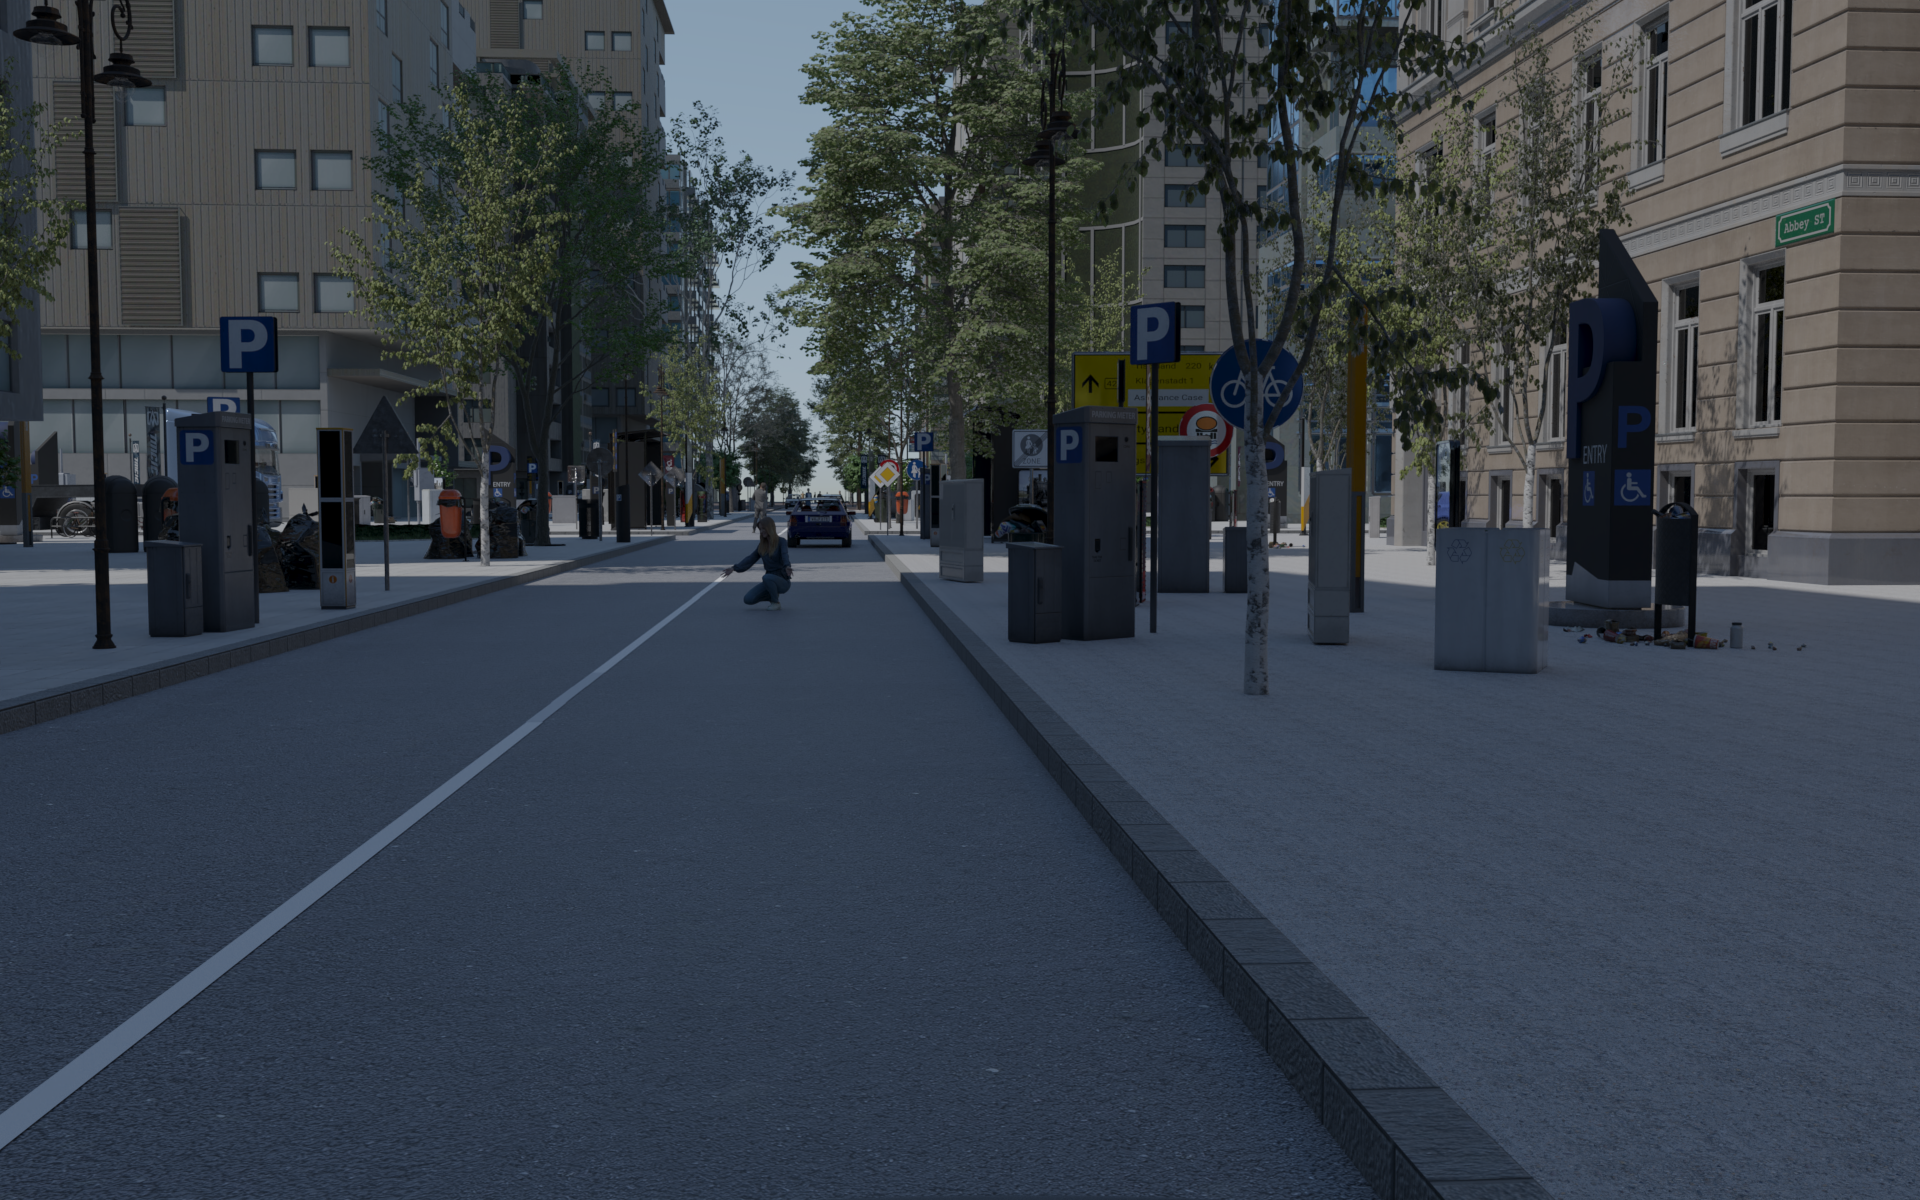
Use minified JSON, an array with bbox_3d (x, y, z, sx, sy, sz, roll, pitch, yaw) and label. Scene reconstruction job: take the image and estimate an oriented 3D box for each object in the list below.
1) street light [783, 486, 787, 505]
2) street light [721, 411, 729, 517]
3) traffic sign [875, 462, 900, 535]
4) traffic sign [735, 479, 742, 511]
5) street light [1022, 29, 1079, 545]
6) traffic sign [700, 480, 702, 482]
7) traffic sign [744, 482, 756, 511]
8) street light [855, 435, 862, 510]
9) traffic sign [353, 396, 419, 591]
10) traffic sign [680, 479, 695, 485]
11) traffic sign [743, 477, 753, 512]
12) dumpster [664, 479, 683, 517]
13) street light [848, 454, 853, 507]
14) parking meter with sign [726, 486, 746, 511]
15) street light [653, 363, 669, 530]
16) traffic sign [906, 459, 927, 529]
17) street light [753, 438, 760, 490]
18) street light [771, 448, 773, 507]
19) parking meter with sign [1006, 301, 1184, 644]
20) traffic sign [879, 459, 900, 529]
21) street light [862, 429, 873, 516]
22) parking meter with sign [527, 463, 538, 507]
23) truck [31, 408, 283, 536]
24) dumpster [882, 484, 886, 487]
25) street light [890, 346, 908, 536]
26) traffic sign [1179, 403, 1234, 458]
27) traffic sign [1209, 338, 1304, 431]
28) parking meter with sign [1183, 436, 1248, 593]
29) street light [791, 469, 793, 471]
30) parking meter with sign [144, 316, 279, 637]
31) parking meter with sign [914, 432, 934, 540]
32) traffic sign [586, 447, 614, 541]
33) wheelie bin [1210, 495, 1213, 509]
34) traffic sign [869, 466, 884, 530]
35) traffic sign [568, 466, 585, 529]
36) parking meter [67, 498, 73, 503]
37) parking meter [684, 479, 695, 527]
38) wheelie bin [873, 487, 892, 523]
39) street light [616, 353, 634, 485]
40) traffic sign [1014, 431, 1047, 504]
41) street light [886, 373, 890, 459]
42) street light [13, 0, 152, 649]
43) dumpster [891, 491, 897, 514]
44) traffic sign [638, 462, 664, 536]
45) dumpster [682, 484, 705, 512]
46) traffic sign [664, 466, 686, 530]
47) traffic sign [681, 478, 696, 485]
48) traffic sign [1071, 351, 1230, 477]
[{"bbox_3d":[-22.200,-15.178,220.947,0.468,5.910,1.993,0,4,-4],"label":"street light"},{"bbox_3d":[-13.074,-7.562,96.429,0.468,5.910,1.993,0,4,-4],"label":"street light"},{"bbox_3d":[-2.246,-3.059,53.661,0.795,2.450,0.064,0,4,-4],"label":"traffic sign"},{"bbox_3d":[-16.916,-8.023,131.287,0.768,2.556,0.104,0,4,-2],"label":"traffic sign"},{"bbox_3d":[0.946,-2.757,17.862,0.468,5.910,1.993,0,4,-4],"label":"street light"},{"bbox_3d":[-16.813,-6.991,114.407,0.768,2.556,0.104,0,4,2],"label":"traffic sign"},{"bbox_3d":[-15.709,-7.932,129.696,0.884,2.594,0.081,0,4,2],"label":"traffic sign"},{"bbox_3d":[-7.830,-9.946,135.398,0.468,5.910,1.993,0,4,-4],"label":"street light"},{"bbox_3d":[-7.608,-1.402,22.934,0.884,2.594,0.081,0,4,-1],"label":"traffic sign"},{"bbox_3d":[-15.206,-5.900,96.463,0.884,2.594,0.081,0,4,-1],"label":"traffic sign"},{"bbox_3d":[-15.521,-7.746,126.745,0.768,2.556,0.104,0,4,5],"label":"traffic sign"},{"bbox_3d":[-16.525,-5.876,98.565,1.502,2.255,1.985,0,4,-4],"label":"dumpster"},{"bbox_3d":[-10.919,-12.452,176.384,0.468,5.910,1.993,0,4,-4],"label":"street light"},{"bbox_3d":[-17.344,-8.396,133.538,1.738,3.016,0.543,-3,5,-41],"label":"parking meter with sign"},{"bbox_3d":[-10.537,-5.411,61.251,0.468,5.910,1.993,0,4,-4],"label":"street light"},{"bbox_3d":[-1.586,-3.895,63.793,0.768,2.556,0.104,0,4,1],"label":"traffic sign"},{"bbox_3d":[-16.149,-10.080,137.603,0.468,5.910,1.993,0,4,-4],"label":"street light"},{"bbox_3d":[-18.781,-12.238,172.874,0.468,5.910,1.993,0,4,-4],"label":"street light"},{"bbox_3d":[1.176,-1.169,15.377,1.738,3.016,0.543,-3,5,-42],"label":"parking meter with sign"},{"bbox_3d":[-2.579,-3.853,63.104,0.768,2.556,0.104,0,4,-1],"label":"traffic sign"},{"bbox_3d":[-5.249,-7.794,100.224,0.468,5.910,1.993,0,4,-4],"label":"street light"},{"bbox_3d":[-23.813,-6.183,97.351,0.543,3.016,1.738,-2,4,-29],"label":"parking meter with sign"},{"bbox_3d":[-30.633,-3.967,54.620,18.799,4.110,2.967,0,4,-6],"label":"truck"},{"bbox_3d":[-3.686,-5.644,94.769,1.502,2.255,1.985,0,4,-4],"label":"dumpster"},{"bbox_3d":[-1.793,-4.907,53.025,0.468,5.910,1.993,0,4,-4],"label":"street light"},{"bbox_3d":[3.440,-1.478,24.276,0.768,2.556,0.104,0,4,1],"label":"traffic sign"},{"bbox_3d":[2.432,-0.867,14.287,0.768,2.556,0.104,0,4,2],"label":"traffic sign"},{"bbox_3d":[2.916,-1.605,22.505,1.738,3.016,0.543,0,4,3],"label":"parking meter with sign"},{"bbox_3d":[-24.893,-17.356,256.553,0.468,5.910,1.993,0,4,-4],"label":"street light"},{"bbox_3d":[-7.026,-1.223,16.260,0.543,3.016,1.738,0,4,3],"label":"parking meter with sign"},{"bbox_3d":[-0.852,-3.260,49.566,0.543,3.016,1.738,1,4,11],"label":"parking meter with sign"},{"bbox_3d":[-9.802,-2.879,47.184,0.768,2.556,0.104,0,4,2],"label":"traffic sign"},{"bbox_3d":[7.127,-2.688,51.864,0.693,1.594,0.980,-3,5,-42],"label":"wheelie bin"},{"bbox_3d":[-2.832,-3.546,61.625,0.795,2.450,0.064,0,4,-4],"label":"traffic sign"},{"bbox_3d":[-13.886,-3.704,62.697,0.606,2.300,0.079,0,4,-4],"label":"traffic sign"},{"bbox_3d":[-31.465,-3.217,61.014,0.372,1.533,0.369,0,3,0],"label":"parking meter"},{"bbox_3d":[-10.674,-3.825,68.247,0.399,1.863,0.255,0,4,1],"label":"parking meter"},{"bbox_3d":[-3.432,-4.261,77.568,0.693,1.594,0.980,2,4,33],"label":"wheelie bin"},{"bbox_3d":[-9.667,-4.735,50.204,0.468,5.910,1.993,0,4,-4],"label":"street light"},{"bbox_3d":[1.137,-1.558,27.604,0.606,2.300,0.079,0,4,0],"label":"traffic sign"},{"bbox_3d":[-2.647,-5.643,65.051,0.468,5.910,1.993,0,4,-4],"label":"street light"},{"bbox_3d":[-7.114,-2.534,14.220,0.468,5.910,1.993,0,4,-4],"label":"street light"},{"bbox_3d":[-3.348,-5.202,90.804,1.264,1.857,1.865,0,4,-4],"label":"dumpster"},{"bbox_3d":[-9.472,-3.028,53.151,0.795,2.450,0.064,0,4,-4],"label":"traffic sign"},{"bbox_3d":[-15.065,-5.631,97.817,1.264,1.857,1.865,0,4,-4],"label":"dumpster"},{"bbox_3d":[-10.058,-3.515,61.115,0.795,2.450,0.064,0,4,-4],"label":"traffic sign"},{"bbox_3d":[-15.947,-6.229,101.840,0.884,2.594,0.081,0,4,2],"label":"traffic sign"},{"bbox_3d":[2.727,-1.893,24.830,2.265,3.308,0.079,0,4,2],"label":"traffic sign"}]
